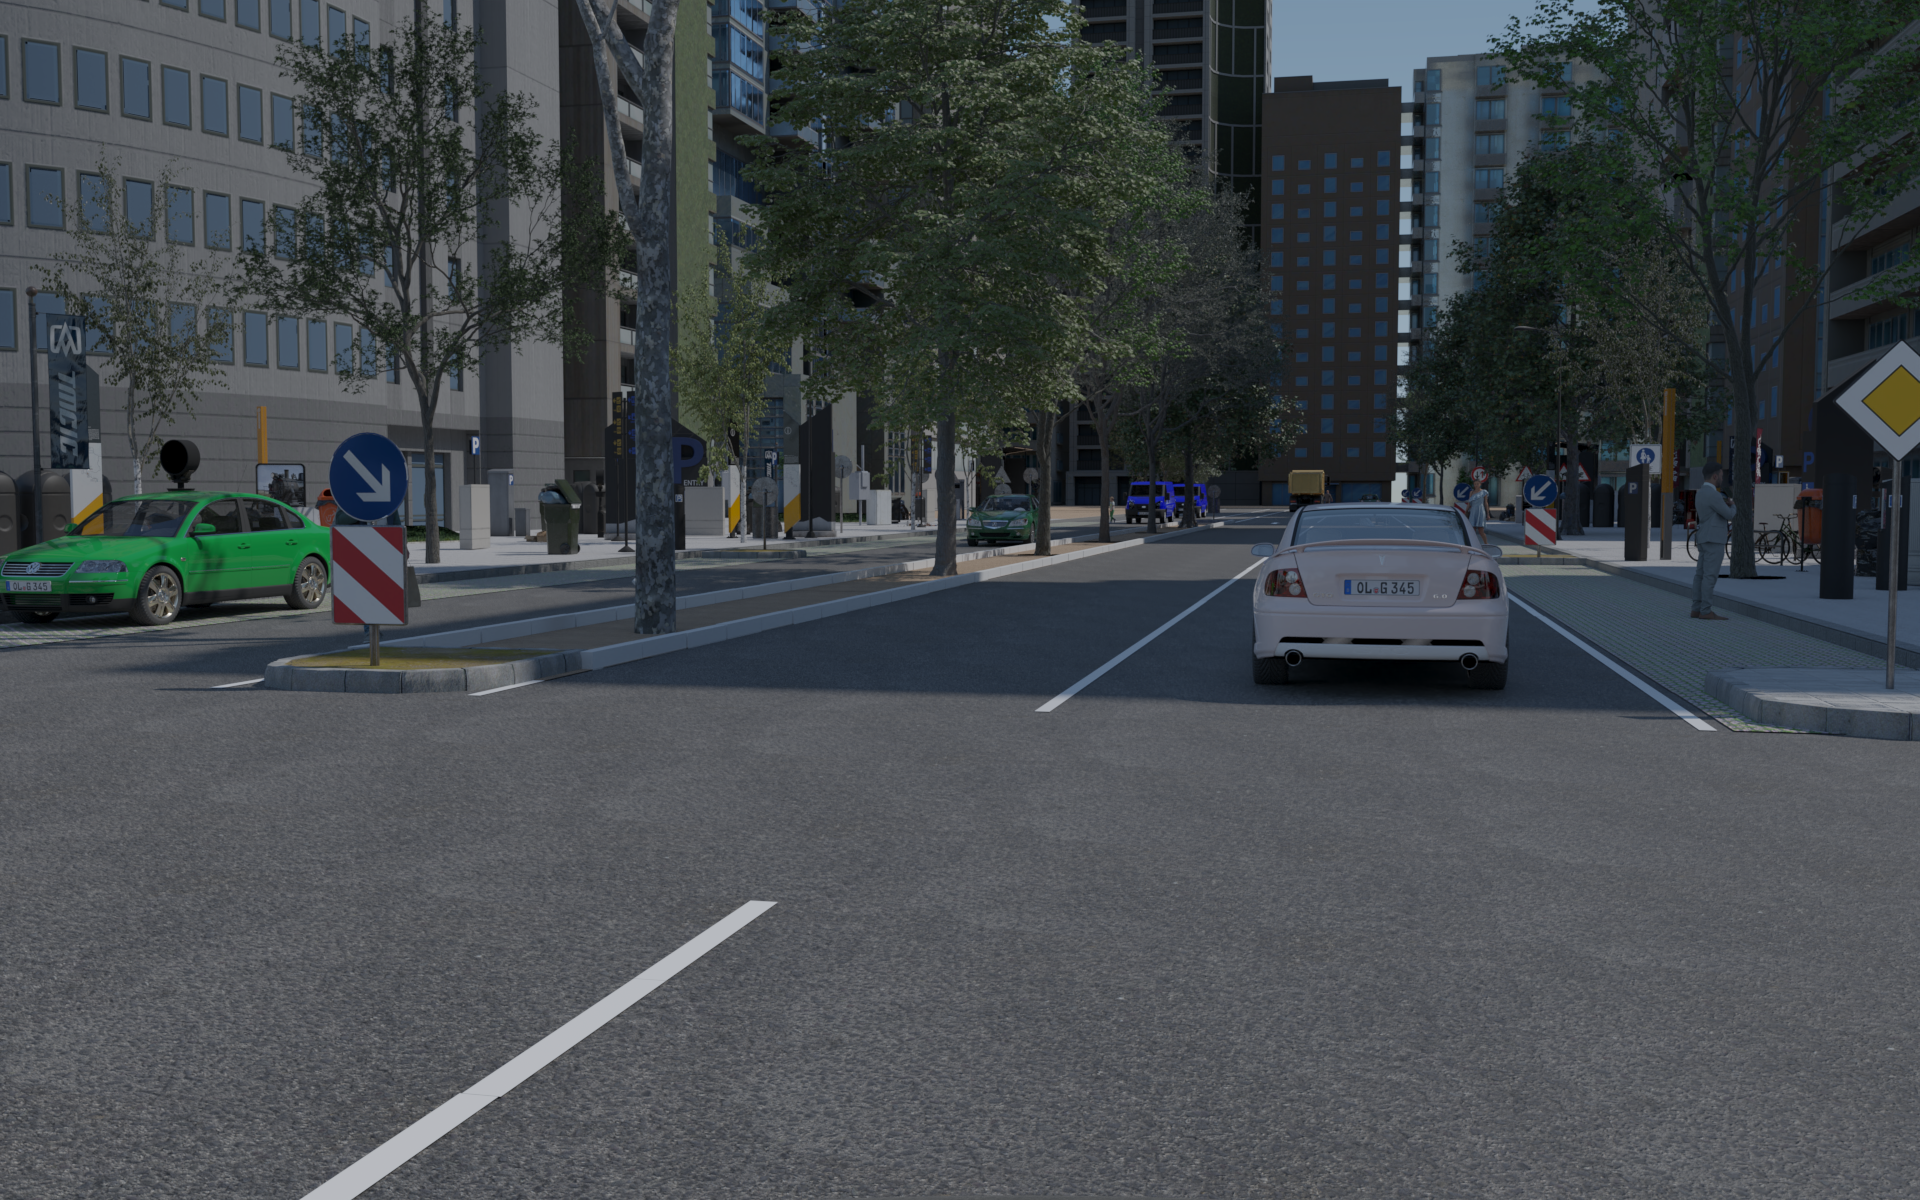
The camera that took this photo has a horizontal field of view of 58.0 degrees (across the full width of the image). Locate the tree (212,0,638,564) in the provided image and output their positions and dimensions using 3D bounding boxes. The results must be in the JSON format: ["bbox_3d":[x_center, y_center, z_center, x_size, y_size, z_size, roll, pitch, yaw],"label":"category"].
[{"bbox_3d":[-9.677,-5.971,32.039,8.767,10.594,7.601,0,4,7],"label":"tree"}]

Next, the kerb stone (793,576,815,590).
[{"bbox_3d":[-2.427,-0.235,26.041,0.120,0.150,1.000,1,4,13],"label":"kerb stone"}]

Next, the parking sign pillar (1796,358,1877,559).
[{"bbox_3d":[17.512,-2.819,34.559,1.447,3.967,1.447,-1,4,-11],"label":"parking sign pillar"}]

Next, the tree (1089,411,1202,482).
[{"bbox_3d":[14.557,-12.258,134.833,8.767,10.594,7.601,-1,4,-11],"label":"tree"}]

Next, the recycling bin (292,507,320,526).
[{"bbox_3d":[-12.531,-1.249,32.974,0.722,1.027,0.722,2,4,34],"label":"recycling bin"}]

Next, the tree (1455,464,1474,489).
[{"bbox_3d":[31.538,-6.977,108.675,1.663,3.219,1.824,0,3,0],"label":"tree"}]

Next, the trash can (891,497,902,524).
[{"bbox_3d":[-2.882,-3.875,75.011,0.748,1.137,0.748,0,3,0],"label":"trash can"}]

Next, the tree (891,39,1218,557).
[{"bbox_3d":[1.994,-6.805,39.479,9.928,11.665,9.643,0,3,0],"label":"tree"}]

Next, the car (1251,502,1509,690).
[{"bbox_3d":[3.408,-0.113,14.211,2.083,1.381,4.827,1,4,12],"label":"car"}]

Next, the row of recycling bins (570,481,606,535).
[{"bbox_3d":[-12.145,-3.017,56.442,1.069,1.692,3.534,-2,4,-24],"label":"row of recycling bins"}]

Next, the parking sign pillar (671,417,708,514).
[{"bbox_3d":[-9.338,-4.346,59.522,1.447,3.967,1.447,-1,4,-15],"label":"parking sign pillar"}]

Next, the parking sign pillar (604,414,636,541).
[{"bbox_3d":[-9.235,-3.666,48.410,1.447,3.967,1.447,0,4,1],"label":"parking sign pillar"}]

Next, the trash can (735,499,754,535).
[{"bbox_3d":[-6.829,-2.627,54.611,0.748,1.137,0.748,0,3,0],"label":"trash can"}]

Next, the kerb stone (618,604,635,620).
[{"bbox_3d":[-3.816,0.134,20.052,0.120,0.150,1.000,1,4,13],"label":"kerb stone"}]

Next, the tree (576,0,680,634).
[{"bbox_3d":[-4.121,-9.782,18.282,12.611,20.169,13.585,0,3,0],"label":"tree"}]

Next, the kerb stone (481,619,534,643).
[{"bbox_3d":[-4.510,0.315,17.048,0.120,0.150,1.000,1,4,13],"label":"kerb stone"}]

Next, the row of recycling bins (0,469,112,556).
[{"bbox_3d":[-15.349,-1.288,28.164,1.069,1.692,3.534,1,4,23],"label":"row of recycling bins"}]

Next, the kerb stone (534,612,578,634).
[{"bbox_3d":[-4.287,0.254,18.045,0.120,0.150,1.000,1,4,13],"label":"kerb stone"}]

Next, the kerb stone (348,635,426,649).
[{"bbox_3d":[-4.974,0.440,15.031,0.120,0.150,1.000,1,4,13],"label":"kerb stone"}]

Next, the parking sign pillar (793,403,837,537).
[{"bbox_3d":[-4.408,-3.872,51.786,1.447,3.967,1.447,1,4,13],"label":"parking sign pillar"}]

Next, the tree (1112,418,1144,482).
[{"bbox_3d":[12.691,-10.632,124.198,4.360,8.622,3.978,0,3,0],"label":"tree"}]

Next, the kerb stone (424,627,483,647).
[{"bbox_3d":[-4.742,0.379,16.041,0.120,0.150,1.000,1,4,13],"label":"kerb stone"}]

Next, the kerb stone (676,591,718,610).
[{"bbox_3d":[-3.355,0.013,22.051,0.120,0.150,1.000,1,4,13],"label":"kerb stone"}]

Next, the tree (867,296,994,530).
[{"bbox_3d":[-1.647,-6.833,62.078,4.737,8.622,4.395,0,3,0],"label":"tree"}]

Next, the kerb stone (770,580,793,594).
[{"bbox_3d":[-2.666,-0.174,25.043,0.120,0.150,1.000,1,4,13],"label":"kerb stone"}]

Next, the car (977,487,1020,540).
[{"bbox_3d":[1.611,-2.743,54.640,2.009,1.686,4.222,1,4,12],"label":"car"}]

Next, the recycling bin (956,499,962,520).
[{"bbox_3d":[-0.310,-4.455,85.389,0.722,1.027,0.722,1,4,8],"label":"recycling bin"}]

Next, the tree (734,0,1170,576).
[{"bbox_3d":[-0.264,-6.715,30.382,7.486,12.596,7.792,0,3,0],"label":"tree"}]

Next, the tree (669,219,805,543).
[{"bbox_3d":[-5.921,-5.812,45.389,4.737,8.622,4.395,0,3,0],"label":"tree"}]

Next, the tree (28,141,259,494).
[{"bbox_3d":[-17.513,-5.315,37.271,4.360,8.622,3.978,0,3,0],"label":"tree"}]

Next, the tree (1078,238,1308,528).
[{"bbox_3d":[9.647,-9.366,72.602,9.611,12.733,9.660,0,3,0],"label":"tree"}]

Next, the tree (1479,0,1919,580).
[{"bbox_3d":[11.858,-6.139,26.130,9.928,11.665,9.643,0,3,0],"label":"tree"}]

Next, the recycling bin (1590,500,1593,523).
[{"bbox_3d":[27.188,-3.865,75.753,0.722,1.027,0.722,-2,4,-28],"label":"recycling bin"}]

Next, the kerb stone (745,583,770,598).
[{"bbox_3d":[-2.890,-0.109,24.046,0.120,0.150,1.000,1,4,13],"label":"kerb stone"}]

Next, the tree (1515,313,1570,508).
[{"bbox_3d":[22.020,-7.113,66.661,4.737,8.622,4.395,0,3,0],"label":"tree"}]

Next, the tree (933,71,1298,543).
[{"bbox_3d":[4.238,-8.405,50.242,12.009,13.543,11.850,0,3,0],"label":"tree"}]

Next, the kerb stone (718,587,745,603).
[{"bbox_3d":[-3.131,-0.050,23.053,0.120,0.150,1.000,1,4,13],"label":"kerb stone"}]

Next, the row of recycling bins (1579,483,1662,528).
[{"bbox_3d":[25.284,-3.642,66.662,3.534,1.692,1.069,1,4,22],"label":"row of recycling bins"}]

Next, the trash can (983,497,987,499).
[{"bbox_3d":[1.478,-4.344,82.676,0.748,1.137,0.748,0,3,0],"label":"trash can"}]

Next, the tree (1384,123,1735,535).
[{"bbox_3d":[19.167,-8.373,53.906,9.611,12.733,9.660,0,3,0],"label":"tree"}]

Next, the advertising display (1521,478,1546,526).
[{"bbox_3d":[23.302,-3.984,70.350,0.974,1.923,0.123,0,4,-3],"label":"advertising display"}]

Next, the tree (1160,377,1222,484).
[{"bbox_3d":[21.845,-15.754,164.236,9.857,13.997,8.962,0,3,0],"label":"tree"}]

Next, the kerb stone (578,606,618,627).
[{"bbox_3d":[-4.049,0.196,19.044,0.120,0.150,1.000,1,4,13],"label":"kerb stone"}]

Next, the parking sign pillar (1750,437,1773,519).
[{"bbox_3d":[32.193,-5.001,70.238,1.447,3.967,1.447,3,5,43],"label":"parking sign pillar"}]

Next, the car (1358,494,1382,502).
[{"bbox_3d":[35.336,-8.531,149.270,2.009,1.686,4.222,1,4,13],"label":"car"}]

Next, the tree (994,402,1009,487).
[{"bbox_3d":[0.352,-7.648,75.403,4.737,8.622,4.395,0,3,0],"label":"tree"}]

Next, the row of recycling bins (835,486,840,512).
[{"bbox_3d":[-6.274,-4.728,84.422,1.069,1.692,3.534,0,4,-2],"label":"row of recycling bins"}]

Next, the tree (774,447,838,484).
[{"bbox_3d":[-7.975,-6.501,90.009,4.285,4.588,4.351,0,3,0],"label":"tree"}]

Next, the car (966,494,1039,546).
[{"bbox_3d":[1.410,-2.277,49.029,2.131,1.459,4.920,1,4,12],"label":"car"}]

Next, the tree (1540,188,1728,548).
[{"bbox_3d":[16.033,-5.529,40.769,4.360,8.622,3.978,0,3,0],"label":"tree"}]

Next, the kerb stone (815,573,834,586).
[{"bbox_3d":[-2.209,-0.296,27.044,0.120,0.150,1.000,1,4,13],"label":"kerb stone"}]

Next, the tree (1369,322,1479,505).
[{"bbox_3d":[34.278,-13.032,123.441,12.009,13.543,11.850,0,3,0],"label":"tree"}]

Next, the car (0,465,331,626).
[{"bbox_3d":[-9.157,-0.701,20.255,1.959,1.807,4.718,1,4,13],"label":"car"}]
